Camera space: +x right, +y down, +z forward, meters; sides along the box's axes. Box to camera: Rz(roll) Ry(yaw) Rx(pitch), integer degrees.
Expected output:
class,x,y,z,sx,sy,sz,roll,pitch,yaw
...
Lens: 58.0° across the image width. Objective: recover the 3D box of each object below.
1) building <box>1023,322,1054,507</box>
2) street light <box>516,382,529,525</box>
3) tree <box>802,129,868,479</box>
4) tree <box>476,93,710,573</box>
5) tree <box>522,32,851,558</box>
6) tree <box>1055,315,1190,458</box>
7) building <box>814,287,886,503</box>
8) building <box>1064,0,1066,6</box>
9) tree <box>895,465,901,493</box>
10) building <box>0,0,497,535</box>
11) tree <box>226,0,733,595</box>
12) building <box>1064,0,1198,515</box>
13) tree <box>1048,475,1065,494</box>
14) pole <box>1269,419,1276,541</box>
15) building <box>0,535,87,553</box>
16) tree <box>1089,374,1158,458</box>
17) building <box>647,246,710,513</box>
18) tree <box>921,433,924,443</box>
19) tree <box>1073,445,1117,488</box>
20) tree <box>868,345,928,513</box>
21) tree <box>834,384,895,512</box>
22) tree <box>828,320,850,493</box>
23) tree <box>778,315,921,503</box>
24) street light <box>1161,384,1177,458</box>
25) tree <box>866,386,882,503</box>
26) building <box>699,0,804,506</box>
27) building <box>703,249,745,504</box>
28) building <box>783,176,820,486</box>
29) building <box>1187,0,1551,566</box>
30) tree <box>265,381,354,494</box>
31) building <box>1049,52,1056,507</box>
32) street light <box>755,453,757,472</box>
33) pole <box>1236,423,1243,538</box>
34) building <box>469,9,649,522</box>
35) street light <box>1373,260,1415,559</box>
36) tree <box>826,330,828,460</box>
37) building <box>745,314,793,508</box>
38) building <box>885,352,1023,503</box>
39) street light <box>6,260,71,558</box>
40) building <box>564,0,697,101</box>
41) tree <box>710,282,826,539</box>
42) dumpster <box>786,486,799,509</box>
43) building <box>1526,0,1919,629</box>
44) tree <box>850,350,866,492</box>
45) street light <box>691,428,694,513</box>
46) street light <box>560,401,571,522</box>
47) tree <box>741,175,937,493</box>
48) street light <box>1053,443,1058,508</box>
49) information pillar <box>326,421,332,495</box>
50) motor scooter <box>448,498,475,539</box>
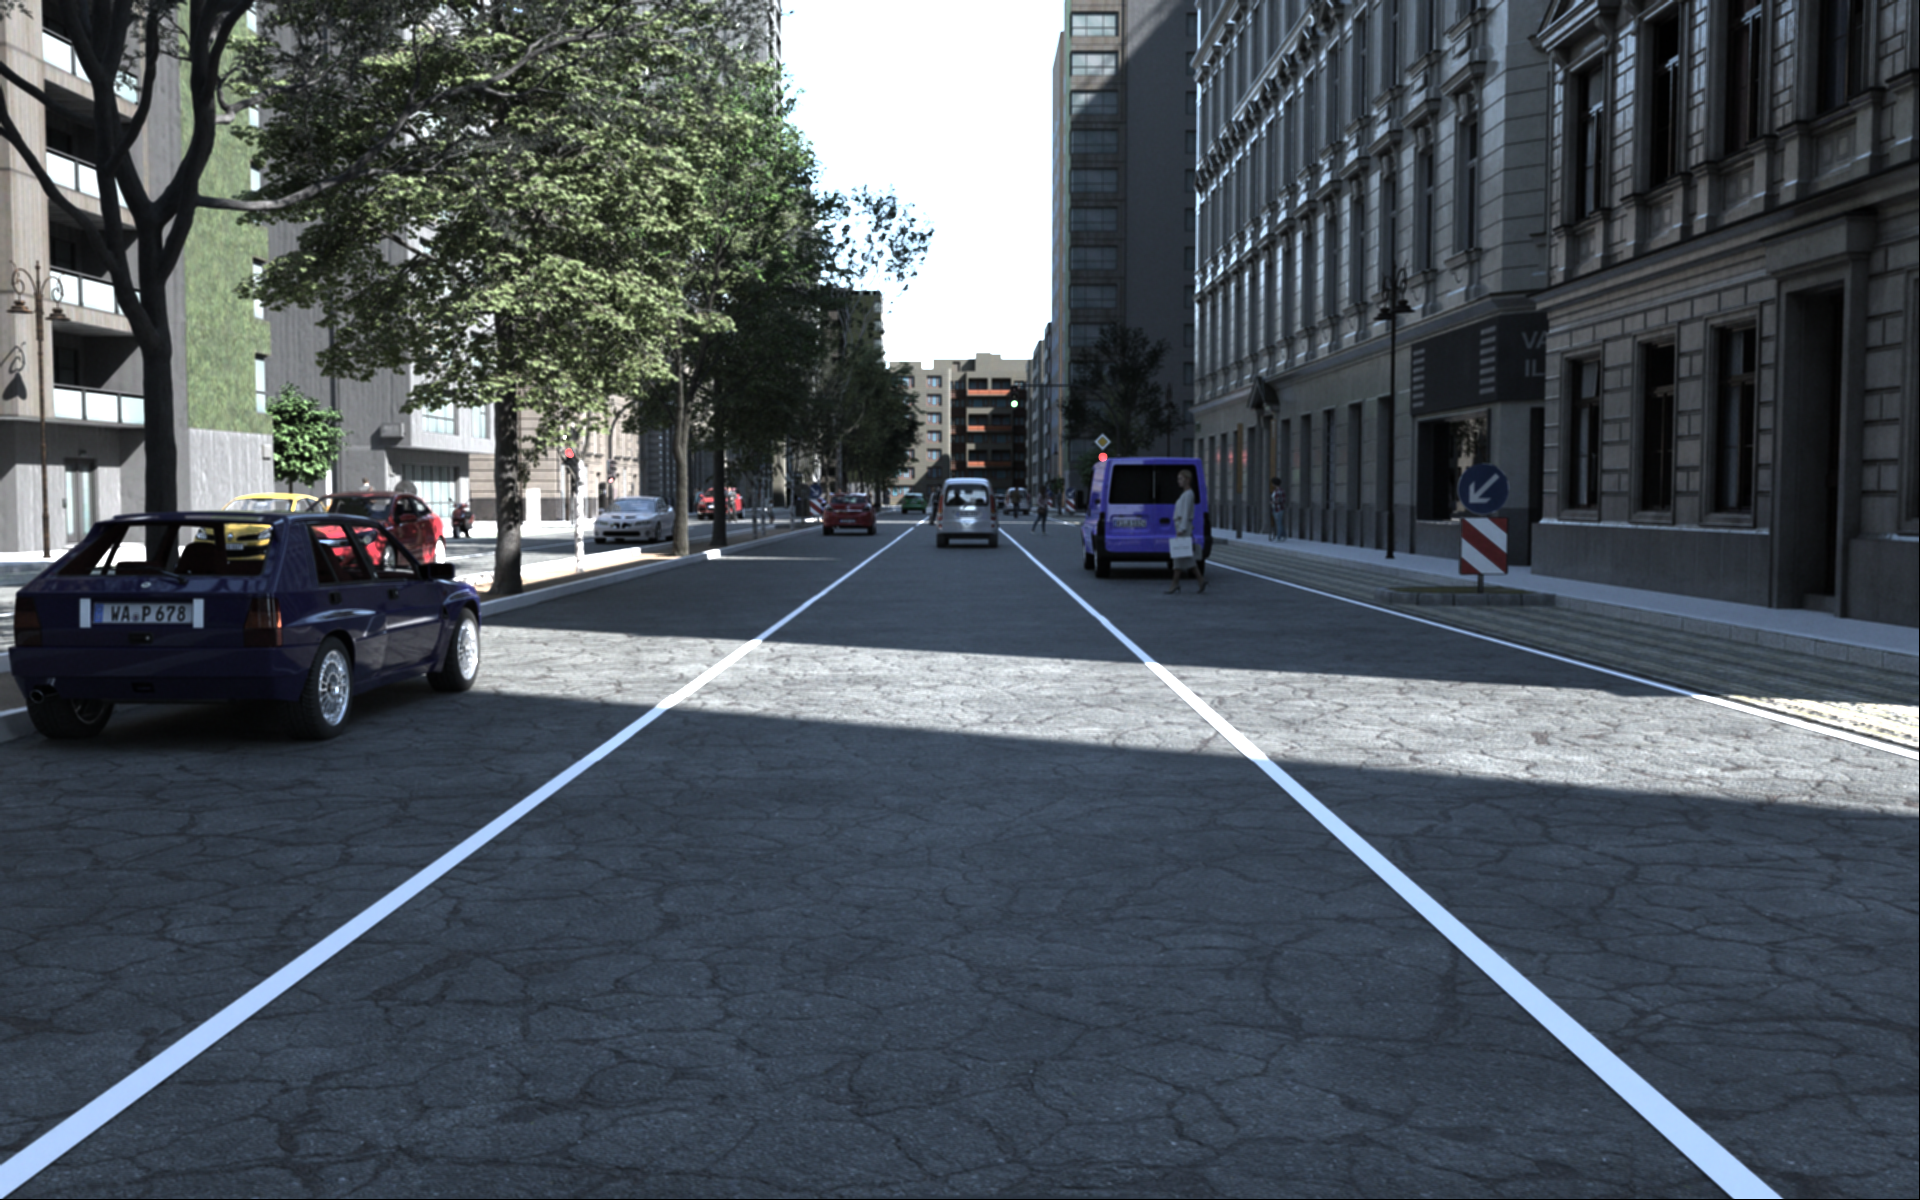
class,x,y,z,sx,sy,sz,roll,pitch,yaw
building,22.620,-22.750,217.002,27.650,21.520,28.899,0,3,0
street light,-18.138,-6.033,71.428,0.468,5.910,1.993,0,3,0
tree,-6.740,-7.779,47.764,7.486,12.596,7.792,0,3,0
tree,-6.925,-4.808,31.437,4.360,8.622,3.978,0,3,0
tree,-6.259,-6.776,39.002,9.928,11.665,9.643,0,3,0
tree,8.310,-9.585,91.123,7.601,10.594,8.767,-3,5,-42
building,-17.630,-28.944,244.941,14.107,30.474,14.160,0,3,0
building,15.775,-30.125,142.650,14.600,45.320,14.200,0,3,0
tree,-6.560,-10.496,124.423,4.737,8.622,4.395,0,3,0
building,-25.371,-23.274,64.119,14.086,41.232,14.154,0,3,0
tree,-6.560,-6.372,24.760,7.486,12.596,7.792,0,3,0
building,14.268,-26.733,120.674,14.154,41.232,14.086,0,3,0
tree,9.097,-9.979,157.754,1.663,3.219,1.824,0,3,0
pole,8.520,-3.262,47.179,0.158,3.312,0.155,0,3,0
building,-25.709,-21.750,39.207,14.154,41.232,14.086,0,3,0
tree,9.231,-9.130,99.637,4.737,8.622,4.395,0,3,0
building,-23.059,-17.465,114.437,11.050,23.489,19.941,0,3,0
tree,-6.578,-11.083,118.081,8.767,10.594,7.601,0,3,0
tree,8.815,-7.723,109.986,4.285,4.588,4.351,0,3,0
tree,-6.324,-12.839,130.503,7.486,12.596,7.792,0,3,0
tree,-6.668,-9.729,111.884,4.737,8.622,4.395,0,3,0
tree,-6.467,-6.959,66.607,4.360,8.622,3.978,0,3,0
tree,-6.600,-9.214,87.526,8.767,10.594,7.601,0,3,0
street light,8.620,-6.044,71.606,0.468,5.910,1.993,0,3,0
tree,-6.862,-9.445,107.244,4.360,8.622,3.978,0,3,0
building,-28.174,-46.155,192.889,20.563,71.187,20.611,0,3,0
building,-22.768,-17.012,132.900,10.420,20.320,16.860,0,3,0
building,-25.346,-33.051,223.983,14.086,41.232,14.154,0,3,0
building,17.542,-16.699,49.443,17.030,29.872,44.131,0,3,0
tree,-19.290,-4.062,50.134,4.285,4.588,4.351,0,3,0
building,15.993,-31.535,165.701,14.600,45.320,14.200,0,3,0
street light,-18.195,-11.118,154.565,0.468,5.910,1.993,0,3,0
pole,8.082,-3.438,50.056,0.158,3.312,0.155,0,3,0
building,-24.399,-18.017,91.838,12.463,27.353,25.104,0,3,0
street light,8.572,-3.765,34.352,0.468,5.910,1.993,0,3,0
tree,-6.800,-6.534,59.653,4.360,8.622,3.978,0,3,0
building,-31.597,-19.857,169.697,27.650,21.520,28.899,0,3,0
building,4.168,-24.902,252.194,28.899,21.520,27.650,0,3,0
street light,-18.244,-3.770,34.429,0.468,5.910,1.993,0,3,0
building,-49.625,-49.499,247.555,20.611,71.187,20.563,0,3,0
tree,-6.462,-6.214,54.418,4.360,8.622,3.978,0,3,0
dumpster,-16.008,-10.027,168.885,1.985,2.255,1.502,0,4,1
building,13.855,-9.388,18.124,10.561,19.102,19.286,0,3,0
tree,-6.627,-7.821,80.693,4.360,8.622,3.978,0,3,0
street light,-18.221,-8.855,117.566,0.468,5.910,1.993,0,3,0
street light,-18.284,-6.592,80.567,0.468,5.910,1.993,0,3,0
tree,-8.037,-14.644,97.772,12.611,20.169,13.585,0,3,0
street light,8.502,-11.080,153.947,0.468,5.910,1.993,0,3,0
information pillar,-20.312,-3.937,55.722,0.183,3.616,0.504,-1,4,-12
motor scooter,-16.130,-2.654,56.173,0.815,1.314,1.986,0,4,-1
